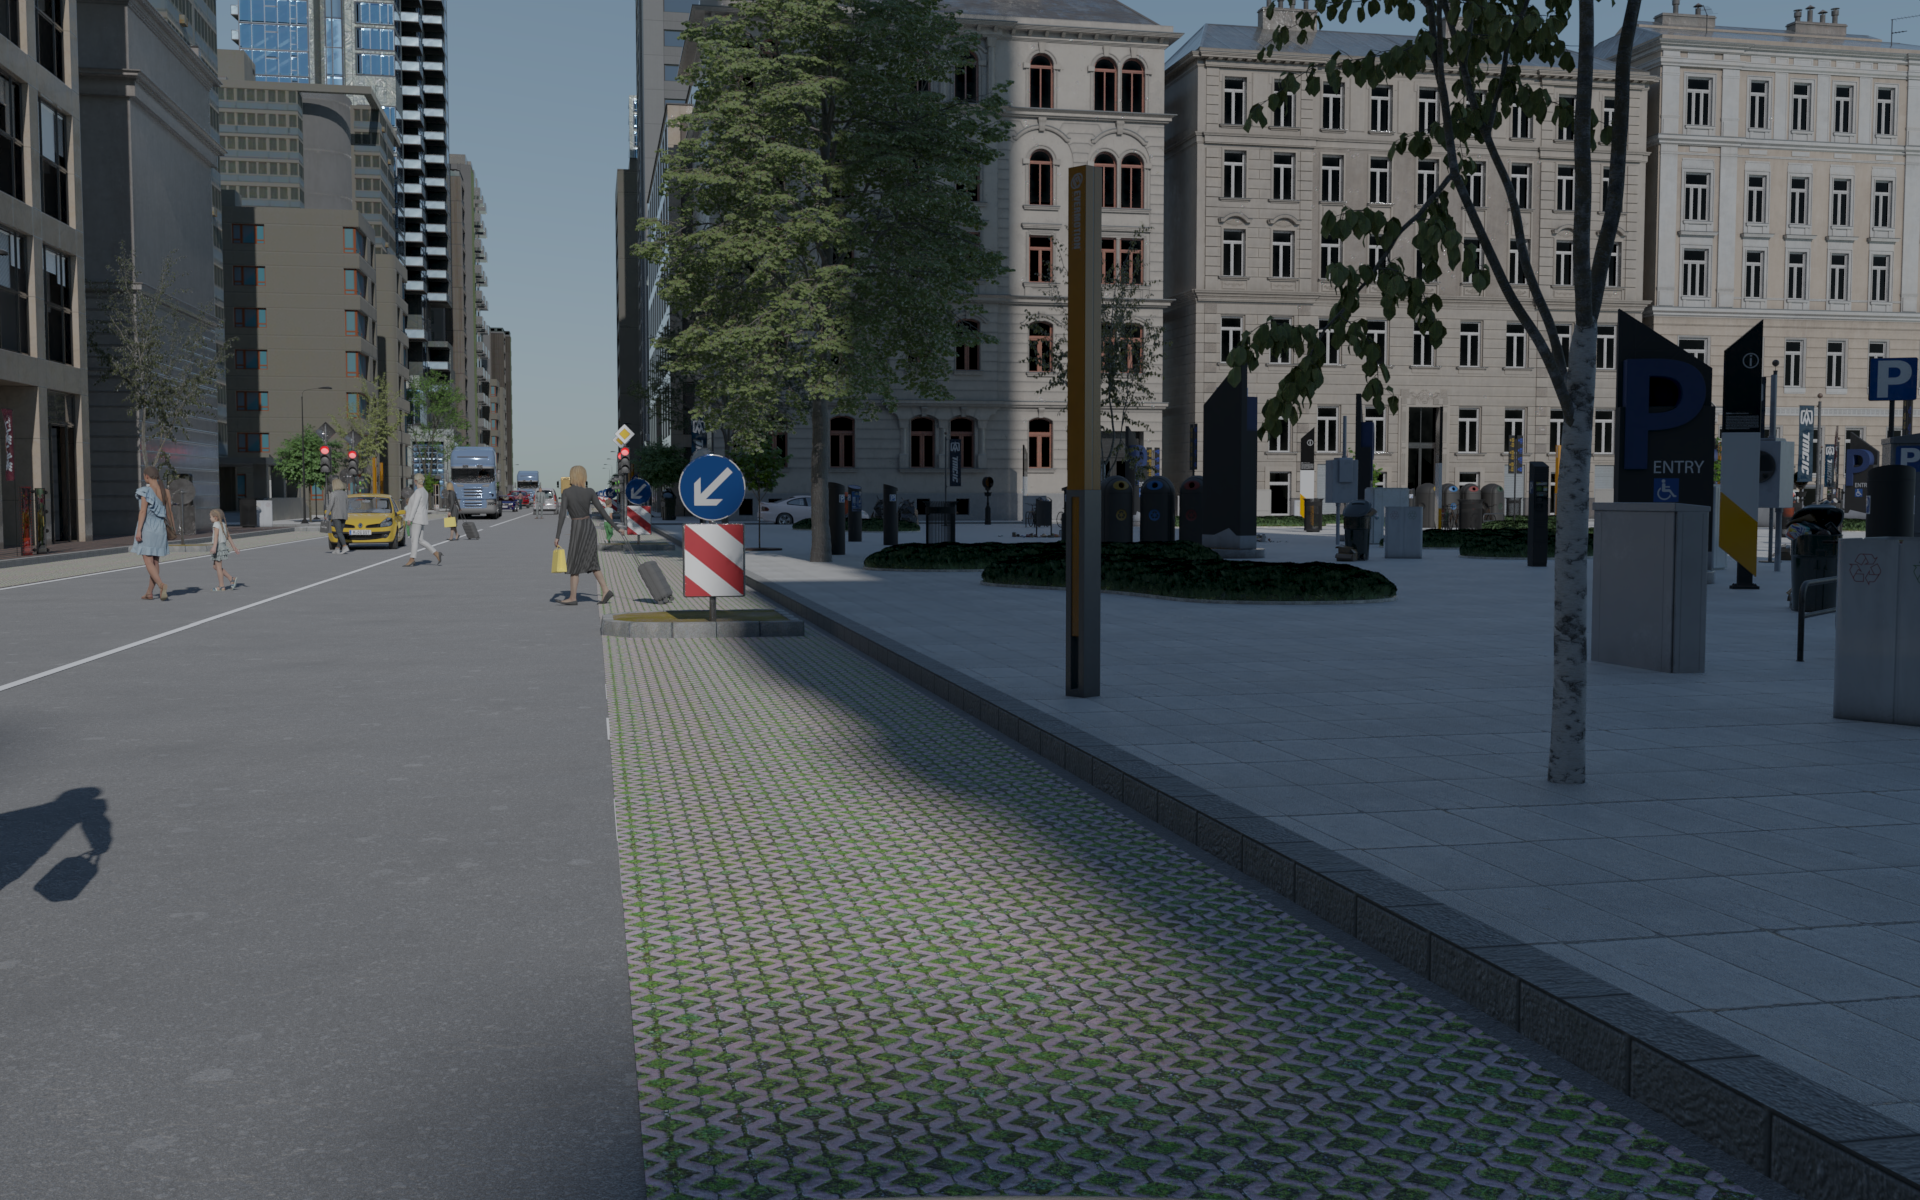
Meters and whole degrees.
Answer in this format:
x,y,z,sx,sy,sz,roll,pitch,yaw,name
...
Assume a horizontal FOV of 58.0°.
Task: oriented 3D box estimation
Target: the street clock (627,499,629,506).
x,y,z,sx,sy,sz,roll,pitch,yaw,name
-27.462,-8.476,143.157,0.471,2.002,0.358,-1,4,-10,street clock

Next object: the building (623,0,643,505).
x,y,z,sx,sy,sz,roll,pitch,yaw,name
-31.731,-47.556,215.787,20.563,71.187,20.611,-1,4,-12,building

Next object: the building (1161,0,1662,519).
x,y,z,sx,sy,sz,roll,pitch,yaw,name
22.077,-18.009,91.706,25.104,27.353,12.463,-1,4,-12,building

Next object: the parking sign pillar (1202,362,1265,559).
x,y,z,sx,sy,sz,roll,pitch,yaw,name
5.439,-2.841,34.917,1.447,3.967,1.447,-2,4,-27,parking sign pillar

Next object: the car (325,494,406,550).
x,y,z,sx,sy,sz,roll,pitch,yaw,name
-15.704,-2.183,45.910,2.015,1.641,3.980,-1,4,-13,car

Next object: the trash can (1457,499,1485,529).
x,y,z,sx,sy,sz,roll,pitch,yaw,name
13.856,-2.163,47.014,0.748,1.137,0.748,0,3,0,trash can

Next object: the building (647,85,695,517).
x,y,z,sx,sy,sz,roll,pitch,yaw,name
-10.614,-19.087,116.588,19.350,26.468,34.151,-1,4,-12,building

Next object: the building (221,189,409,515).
x,y,z,sx,sy,sz,roll,pitch,yaw,name
-53.108,-16.632,116.966,27.650,21.520,28.899,-1,4,-12,building

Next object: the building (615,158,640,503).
x,y,z,sx,sy,sz,roll,pitch,yaw,name
-37.924,-38.116,246.896,21.300,48.544,21.600,-1,4,-12,building

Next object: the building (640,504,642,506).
x,y,z,sx,sy,sz,roll,pitch,yaw,name
-20.167,-30.859,196.424,32.217,40.220,23.993,-1,4,-12,building

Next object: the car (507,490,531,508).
x,y,z,sx,sy,sz,roll,pitch,yaw,name
-44.397,-10.134,174.370,2.281,1.827,5.304,-1,4,-14,car

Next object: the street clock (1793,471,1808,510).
x,y,z,sx,sy,sz,roll,pitch,yaw,name
26.096,-3.010,53.784,0.471,2.002,0.358,2,4,32,street clock

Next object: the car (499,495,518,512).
x,y,z,sx,sy,sz,roll,pitch,yaw,name
-36.381,-7.714,138.703,1.945,1.354,3.894,-1,4,-10,car

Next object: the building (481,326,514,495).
x,y,z,sx,sy,sz,roll,pitch,yaw,name
-83.489,-31.939,293.896,14.160,30.474,14.107,-1,4,-12,building

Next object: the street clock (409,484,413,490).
x,y,z,sx,sy,sz,roll,pitch,yaw,name
-40.500,-7.538,127.824,0.358,2.002,0.471,-1,4,-14,street clock

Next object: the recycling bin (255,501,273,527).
x,y,z,sx,sy,sz,roll,pitch,yaw,name
-27.246,-3.358,67.461,0.722,1.027,0.722,-3,4,-38,recycling bin

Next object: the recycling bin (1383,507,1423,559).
x,y,z,sx,sy,sz,roll,pitch,yaw,name
8.882,-1.356,34.732,0.722,1.027,0.722,1,4,11,recycling bin

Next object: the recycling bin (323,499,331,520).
x,y,z,sx,sy,sz,roll,pitch,yaw,name
-31.265,-4.509,86.271,0.722,1.027,0.722,-2,4,-30,recycling bin

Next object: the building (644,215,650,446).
x,y,z,sx,sy,sz,roll,pitch,yaw,name
-18.929,-21.836,142.917,13.634,28.700,20.117,-1,4,-12,building

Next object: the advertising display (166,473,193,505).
x,y,z,sx,sy,sz,roll,pitch,yaw,name
-24.460,-3.004,54.323,0.974,1.923,0.123,1,4,22,advertising display

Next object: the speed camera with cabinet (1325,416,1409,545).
x,y,z,sx,sy,sz,roll,pitch,yaw,name
10.373,-3.045,44.115,2.038,3.252,0.660,-1,4,-9,speed camera with cabinet

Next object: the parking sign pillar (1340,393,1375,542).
x,y,z,sx,sy,sz,roll,pitch,yaw,name
10.964,-3.579,46.992,1.447,3.967,1.447,1,4,16,parking sign pillar

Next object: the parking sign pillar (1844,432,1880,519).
x,y,z,sx,sy,sz,roll,pitch,yaw,name
38.908,-5.274,74.707,1.447,3.967,1.447,-2,4,-28,parking sign pillar

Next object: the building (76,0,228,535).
x,y,z,sx,sy,sz,roll,pitch,yaw,name
-38.165,-13.162,57.007,24.055,21.916,13.314,-1,4,-12,building

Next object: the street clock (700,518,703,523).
x,y,z,sx,sy,sz,roll,pitch,yaw,name
-7.178,-2.676,48.330,0.358,2.002,0.471,-1,4,-8,street clock

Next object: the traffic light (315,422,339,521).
x,y,z,sx,sy,sz,roll,pitch,yaw,name
-24.596,-4.793,67.288,0.839,4.253,0.868,-1,4,-12,traffic light

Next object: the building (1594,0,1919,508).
x,y,z,sx,sy,sz,roll,pitch,yaw,name
44.007,-19.041,97.227,20.117,28.700,13.634,-1,4,-12,building

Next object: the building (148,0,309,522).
x,y,z,sx,sy,sz,roll,pitch,yaw,name
-49.385,-23.863,82.033,32.217,40.220,23.993,-1,4,-12,building

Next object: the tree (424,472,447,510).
x,y,z,sx,sy,sz,roll,pitch,yaw,name
-42.389,-8.776,138.088,1.663,3.219,1.824,0,3,0,tree

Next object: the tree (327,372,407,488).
x,y,z,sx,sy,sz,roll,pitch,yaw,name
-35.282,-9.381,103.749,4.737,8.622,4.395,0,3,0,tree

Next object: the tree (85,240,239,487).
x,y,z,sx,sy,sz,roll,pitch,yaw,name
-23.823,-6.170,51.238,4.360,8.622,3.978,0,3,0,tree

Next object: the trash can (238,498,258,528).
x,y,z,sx,sy,sz,roll,pitch,yaw,name
-27.175,-3.332,66.129,0.748,1.137,0.748,0,3,0,trash can

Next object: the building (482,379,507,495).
x,y,z,sx,sy,sz,roll,pitch,yaw,name
-86.081,-26.094,271.672,27.650,21.520,28.899,-1,4,-12,building

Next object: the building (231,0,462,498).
x,y,z,sx,sy,sz,roll,pitch,yaw,name
-64.492,-53.226,182.921,22.319,86.520,31.000,-1,4,-12,building

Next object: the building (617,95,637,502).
x,y,z,sx,sy,sz,roll,pitch,yaw,name
-42.679,-58.664,271.833,22.319,86.520,31.000,-1,4,-12,building

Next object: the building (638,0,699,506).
x,y,z,sx,sy,sz,roll,pitch,yaw,name
-20.540,-38.358,169.146,21.231,58.520,28.212,-1,4,-12,building

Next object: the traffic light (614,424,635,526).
x,y,z,sx,sy,sz,roll,pitch,yaw,name
-13.488,-4.939,69.669,0.839,4.253,0.868,-1,4,-12,traffic light

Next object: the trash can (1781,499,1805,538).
x,y,z,sx,sy,sz,roll,pitch,yaw,name
24.453,-2.406,50.994,0.748,1.137,0.748,0,3,0,trash can

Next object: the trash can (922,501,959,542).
x,y,z,sx,sy,sz,roll,pitch,yaw,name
-0.392,-1.430,35.028,0.748,1.137,0.748,0,3,0,trash can

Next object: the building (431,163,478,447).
x,y,z,sx,sy,sz,roll,pitch,yaw,name
-65.645,-32.046,207.538,14.154,41.232,14.086,-1,4,-12,building

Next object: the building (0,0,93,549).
x,y,z,sx,sy,sz,roll,pitch,yaw,name
-29.676,-13.680,28.190,19.350,26.468,34.151,-1,4,-12,building

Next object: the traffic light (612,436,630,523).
x,y,z,sx,sy,sz,roll,pitch,yaw,name
-15.157,-5.416,77.478,0.839,4.253,0.868,-1,4,-12,traffic light

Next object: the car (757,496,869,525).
x,y,z,sx,sy,sz,roll,pitch,yaw,name
-6.331,-3.817,74.765,4.827,1.381,2.083,-1,4,-12,car

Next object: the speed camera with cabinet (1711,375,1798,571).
x,y,z,sx,sy,sz,roll,pitch,yaw,name
12.890,-2.131,29.181,0.660,3.252,2.038,-3,5,-41,speed camera with cabinet

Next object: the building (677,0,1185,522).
x,y,z,sx,sy,sz,roll,pitch,yaw,name
-2.102,-18.411,88.406,23.554,28.519,14.401,-1,4,-12,building

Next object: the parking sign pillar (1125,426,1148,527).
x,y,z,sx,sy,sz,roll,pitch,yaw,name
7.035,-4.930,69.072,1.447,3.967,1.447,2,4,30,parking sign pillar

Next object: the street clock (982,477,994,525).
x,y,z,sx,sy,sz,roll,pitch,yaw,name
1.163,-4.139,72.239,0.358,2.002,0.471,3,5,45,street clock

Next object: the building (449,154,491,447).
x,y,z,sx,sy,sz,roll,pitch,yaw,name
-77.829,-38.085,242.300,23.786,49.044,30.456,-1,4,-12,building

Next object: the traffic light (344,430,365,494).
x,y,z,sx,sy,sz,roll,pitch,yaw,name
-26.265,-5.271,75.097,0.839,4.253,0.868,-1,4,-12,traffic light

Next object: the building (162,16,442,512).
x,y,z,sx,sy,sz,roll,pitch,yaw,name
-64.180,-28.373,155.776,32.217,40.220,23.993,-1,4,-12,building

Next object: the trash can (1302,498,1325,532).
x,y,z,sx,sy,sz,roll,pitch,yaw,name
11.869,-2.847,58.198,0.748,1.137,0.748,0,3,0,trash can

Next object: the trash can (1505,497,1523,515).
x,y,z,sx,sy,sz,roll,pitch,yaw,name
23.377,-3.761,73.145,0.748,1.137,0.748,0,3,0,trash can

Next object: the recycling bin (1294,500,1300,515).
x,y,z,sx,sy,sz,roll,pitch,yaw,name
13.987,-3.554,70.663,0.722,1.027,0.722,1,4,11,recycling bin

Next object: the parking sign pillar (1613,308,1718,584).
x,y,z,sx,sy,sz,roll,pitch,yaw,name
10.181,-2.237,25.044,1.447,3.967,1.447,1,4,11,parking sign pillar

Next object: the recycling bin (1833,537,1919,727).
x,y,z,sx,sy,sz,roll,pitch,yaw,name
5.486,0.166,9.837,0.722,1.027,0.722,-3,4,-39,recycling bin
